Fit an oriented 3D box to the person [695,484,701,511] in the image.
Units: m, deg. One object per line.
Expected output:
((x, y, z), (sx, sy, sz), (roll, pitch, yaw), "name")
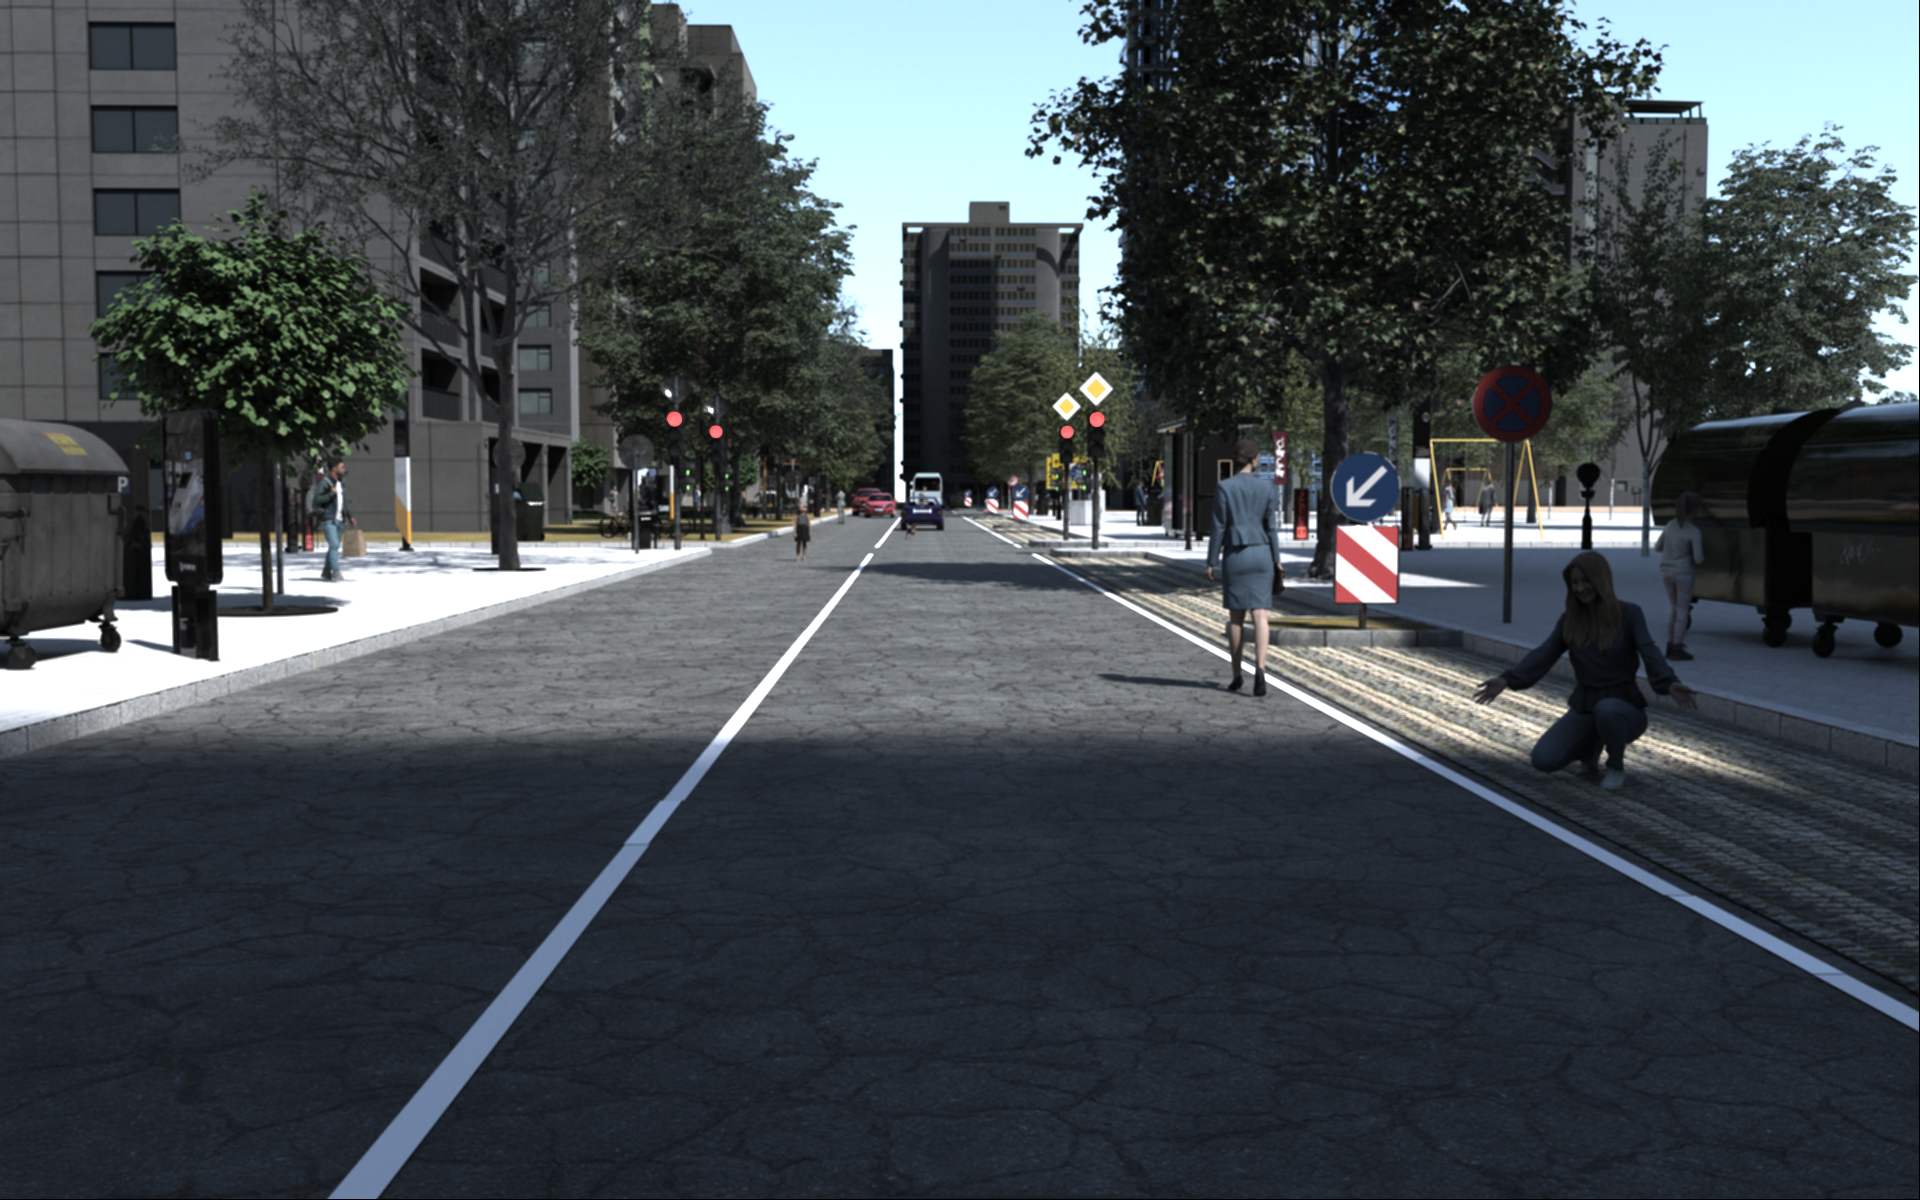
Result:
((-14.542, -5.479, 95.643), (0.654, 1.822, 0.581), (3, 4, 37), "person")

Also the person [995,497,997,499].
((4.065, -11.686, 197.251), (0.705, 1.807, 1.348), (0, 4, 6), "person")

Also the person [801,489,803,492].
((-13.721, -8.827, 151.076), (0.721, 1.735, 1.217), (2, 4, 28), "person")

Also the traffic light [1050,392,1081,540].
((2.915, -3.603, 47.822), (0.839, 4.253, 0.868), (0, 4, -1), "traffic light")

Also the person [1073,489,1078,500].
((10.933, -9.506, 161.480), (0.705, 1.822, 1.348), (2, 4, 30), "person")

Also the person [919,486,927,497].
((-1.775, -4.726, 85.888), (0.853, 1.813, 0.709), (2, 4, 25), "person")

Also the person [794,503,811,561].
((-3.359, -1.454, 36.949), (0.362, 1.253, 0.373), (-1, 4, -8), "person")

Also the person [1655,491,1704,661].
((5.586, -0.189, 13.409), (0.394, 1.301, 0.425), (-3, 5, -40), "person")

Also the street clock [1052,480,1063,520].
((4.855, -4.915, 84.928), (0.358, 2.002, 0.471), (-2, 4, -28), "street clock")

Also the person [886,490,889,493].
((-5.886, -7.896, 138.315), (0.721, 1.735, 1.217), (1, 4, 13), "person")

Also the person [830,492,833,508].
((-11.953, -9.259, 157.979), (0.990, 1.755, 0.434), (-3, 5, -41), "person")

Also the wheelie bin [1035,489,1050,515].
((5.011, -5.896, 104.305), (0.980, 1.594, 0.693), (-2, 4, -33), "wheelie bin")

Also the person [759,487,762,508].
((-12.625, -6.339, 110.166), (0.515, 1.767, 0.782), (-2, 4, -24), "person")

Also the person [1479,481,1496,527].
((20.695, -3.777, 67.923), (0.709, 1.813, 0.853), (2, 4, 28), "person")

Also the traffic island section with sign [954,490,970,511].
((0.576, -8.672, 150.418), (1.989, 1.847, 2.006), (0, 4, -1), "traffic island section with sign")

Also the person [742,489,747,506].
((-16.615, -7.772, 133.819), (0.721, 1.736, 1.217), (0, 4, -1), "person")

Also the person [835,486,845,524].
((-5.797, -4.571, 83.414), (0.466, 1.800, 0.511), (2, 4, 24), "person")

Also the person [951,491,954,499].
((-0.808, -10.560, 181.828), (0.621, 1.740, 0.551), (3, 5, 44), "person")

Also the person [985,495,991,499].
((3.082, -10.363, 176.299), (1.217, 1.723, 0.721), (-1, 4, -23), "person")

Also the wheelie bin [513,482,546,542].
((-11.757, -2.394, 47.055), (0.693, 1.594, 0.980), (3, 5, 40), "wheelie bin")

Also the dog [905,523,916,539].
((-1.553, -2.190, 55.098), (0.540, 0.507, 0.406), (2, 4, 27), "dog")

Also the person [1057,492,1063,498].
((9.256, -9.385, 160.271), (0.721, 1.735, 1.217), (2, 4, 26), "person")

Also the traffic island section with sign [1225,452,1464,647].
((3.685, -0.514, 17.036), (1.989, 1.847, 2.006), (0, 4, -1), "traffic island section with sign")

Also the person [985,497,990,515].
((1.846, -6.447, 118.183), (0.425, 1.301, 0.394), (-3, 5, -40), "person")

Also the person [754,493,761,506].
((-14.852, -7.598, 130.365), (1.348, 1.812, 0.705), (0, 4, -4), "person")

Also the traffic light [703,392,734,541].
((-6.643, -3.588, 47.584), (0.839, 4.253, 0.868), (0, 4, -1), "traffic light")

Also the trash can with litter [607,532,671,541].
((-8.885, -2.280, 48.335), (1.678, 1.210, 2.233), (-1, 4, -20), "trash can with litter")

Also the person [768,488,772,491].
((-13.852, -7.367, 126.941), (0.568, 1.767, 0.683), (0, 4, 3), "person")

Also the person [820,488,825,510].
((-10.916, -7.960, 136.638), (0.568, 1.767, 0.683), (0, 4, -5), "person")

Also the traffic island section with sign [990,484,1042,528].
((2.392, -3.908, 72.529), (1.989, 1.847, 2.006), (0, 4, -1), "traffic island section with sign")

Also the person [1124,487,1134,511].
((13.307, -7.838, 134.212), (1.348, 1.821, 0.705), (0, 4, 5), "person")

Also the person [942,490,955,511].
((-0.947, -8.305, 145.006), (1.217, 1.743, 0.721), (2, 4, 26), "person")

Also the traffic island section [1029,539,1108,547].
((2.955, -1.569, 47.937), (2.009, 0.180, 2.903), (0, 4, -1), "traffic island section")

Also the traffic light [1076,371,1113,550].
((3.101, -3.114, 39.839), (0.839, 4.253, 0.868), (0, 4, -1), "traffic light")

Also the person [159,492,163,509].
((-24.339, -2.920, 53.560), (0.659, 1.850, 0.755), (-1, 4, -10), "person")

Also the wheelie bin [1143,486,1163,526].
((7.858, -3.770, 69.541), (0.980, 1.594, 0.693), (0, 4, -3), "wheelie bin")

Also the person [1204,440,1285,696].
((2.044, -0.239, 12.436), (0.581, 1.822, 0.654), (0, 4, 8), "person")

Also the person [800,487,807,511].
((-9.656, -6.122, 107.147), (0.512, 1.701, 0.522), (-2, 4, -23), "person")

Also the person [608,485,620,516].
((-19.674, -5.629, 98.431), (0.716, 1.782, 0.532), (-3, 5, -44), "person")

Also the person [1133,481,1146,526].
((7.329, -3.926, 70.409), (0.419, 1.800, 0.721), (-2, 4, -33), "person")

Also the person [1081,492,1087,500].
((10.051, -8.067, 141.131), (0.628, 1.438, 0.799), (0, 4, -6), "person")

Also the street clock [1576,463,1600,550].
((14.505, -2.169, 40.034), (0.471, 2.002, 0.358), (0, 4, 1), "street clock")

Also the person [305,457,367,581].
((-9.089, -1.176, 25.255), (0.713, 1.824, 0.794), (2, 4, 31), "person")

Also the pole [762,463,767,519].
((-10.117, -5.857, 89.598), (0.158, 3.312, 0.155), (0, 3, 0), "pole")

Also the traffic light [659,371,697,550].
((-6.457, -3.100, 39.601), (0.839, 4.253, 0.868), (0, 4, -1), "traffic light")

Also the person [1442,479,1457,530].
((17.387, -3.382, 61.430), (0.616, 1.811, 0.778), (-2, 4, -30), "person")

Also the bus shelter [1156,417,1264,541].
((7.075, -4.491, 51.063), (2.179, 5.291, 8.768), (0, 4, -1), "bus shelter")

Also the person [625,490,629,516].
((-19.181, -5.797, 100.944), (0.853, 1.813, 0.709), (0, 4, 4), "person")

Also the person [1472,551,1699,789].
((3.148, 0.340, 8.445), (0.738, 1.151, 1.012), (-3, 5, -43), "person")

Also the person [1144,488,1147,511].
((13.783, -7.397, 127.436), (0.683, 1.767, 0.568), (1, 4, 23), "person")

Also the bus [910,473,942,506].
((-3.070, -10.061, 159.349), (2.948, 3.499, 13.247), (0, 4, -2), "bus")

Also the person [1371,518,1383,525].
((16.117, -3.727, 66.997), (0.660, 1.820, 0.620), (3, 5, 41), "person")

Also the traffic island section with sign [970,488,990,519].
((1.744, -5.557, 99.477), (1.989, 1.847, 2.006), (0, 4, -1), "traffic island section with sign")
